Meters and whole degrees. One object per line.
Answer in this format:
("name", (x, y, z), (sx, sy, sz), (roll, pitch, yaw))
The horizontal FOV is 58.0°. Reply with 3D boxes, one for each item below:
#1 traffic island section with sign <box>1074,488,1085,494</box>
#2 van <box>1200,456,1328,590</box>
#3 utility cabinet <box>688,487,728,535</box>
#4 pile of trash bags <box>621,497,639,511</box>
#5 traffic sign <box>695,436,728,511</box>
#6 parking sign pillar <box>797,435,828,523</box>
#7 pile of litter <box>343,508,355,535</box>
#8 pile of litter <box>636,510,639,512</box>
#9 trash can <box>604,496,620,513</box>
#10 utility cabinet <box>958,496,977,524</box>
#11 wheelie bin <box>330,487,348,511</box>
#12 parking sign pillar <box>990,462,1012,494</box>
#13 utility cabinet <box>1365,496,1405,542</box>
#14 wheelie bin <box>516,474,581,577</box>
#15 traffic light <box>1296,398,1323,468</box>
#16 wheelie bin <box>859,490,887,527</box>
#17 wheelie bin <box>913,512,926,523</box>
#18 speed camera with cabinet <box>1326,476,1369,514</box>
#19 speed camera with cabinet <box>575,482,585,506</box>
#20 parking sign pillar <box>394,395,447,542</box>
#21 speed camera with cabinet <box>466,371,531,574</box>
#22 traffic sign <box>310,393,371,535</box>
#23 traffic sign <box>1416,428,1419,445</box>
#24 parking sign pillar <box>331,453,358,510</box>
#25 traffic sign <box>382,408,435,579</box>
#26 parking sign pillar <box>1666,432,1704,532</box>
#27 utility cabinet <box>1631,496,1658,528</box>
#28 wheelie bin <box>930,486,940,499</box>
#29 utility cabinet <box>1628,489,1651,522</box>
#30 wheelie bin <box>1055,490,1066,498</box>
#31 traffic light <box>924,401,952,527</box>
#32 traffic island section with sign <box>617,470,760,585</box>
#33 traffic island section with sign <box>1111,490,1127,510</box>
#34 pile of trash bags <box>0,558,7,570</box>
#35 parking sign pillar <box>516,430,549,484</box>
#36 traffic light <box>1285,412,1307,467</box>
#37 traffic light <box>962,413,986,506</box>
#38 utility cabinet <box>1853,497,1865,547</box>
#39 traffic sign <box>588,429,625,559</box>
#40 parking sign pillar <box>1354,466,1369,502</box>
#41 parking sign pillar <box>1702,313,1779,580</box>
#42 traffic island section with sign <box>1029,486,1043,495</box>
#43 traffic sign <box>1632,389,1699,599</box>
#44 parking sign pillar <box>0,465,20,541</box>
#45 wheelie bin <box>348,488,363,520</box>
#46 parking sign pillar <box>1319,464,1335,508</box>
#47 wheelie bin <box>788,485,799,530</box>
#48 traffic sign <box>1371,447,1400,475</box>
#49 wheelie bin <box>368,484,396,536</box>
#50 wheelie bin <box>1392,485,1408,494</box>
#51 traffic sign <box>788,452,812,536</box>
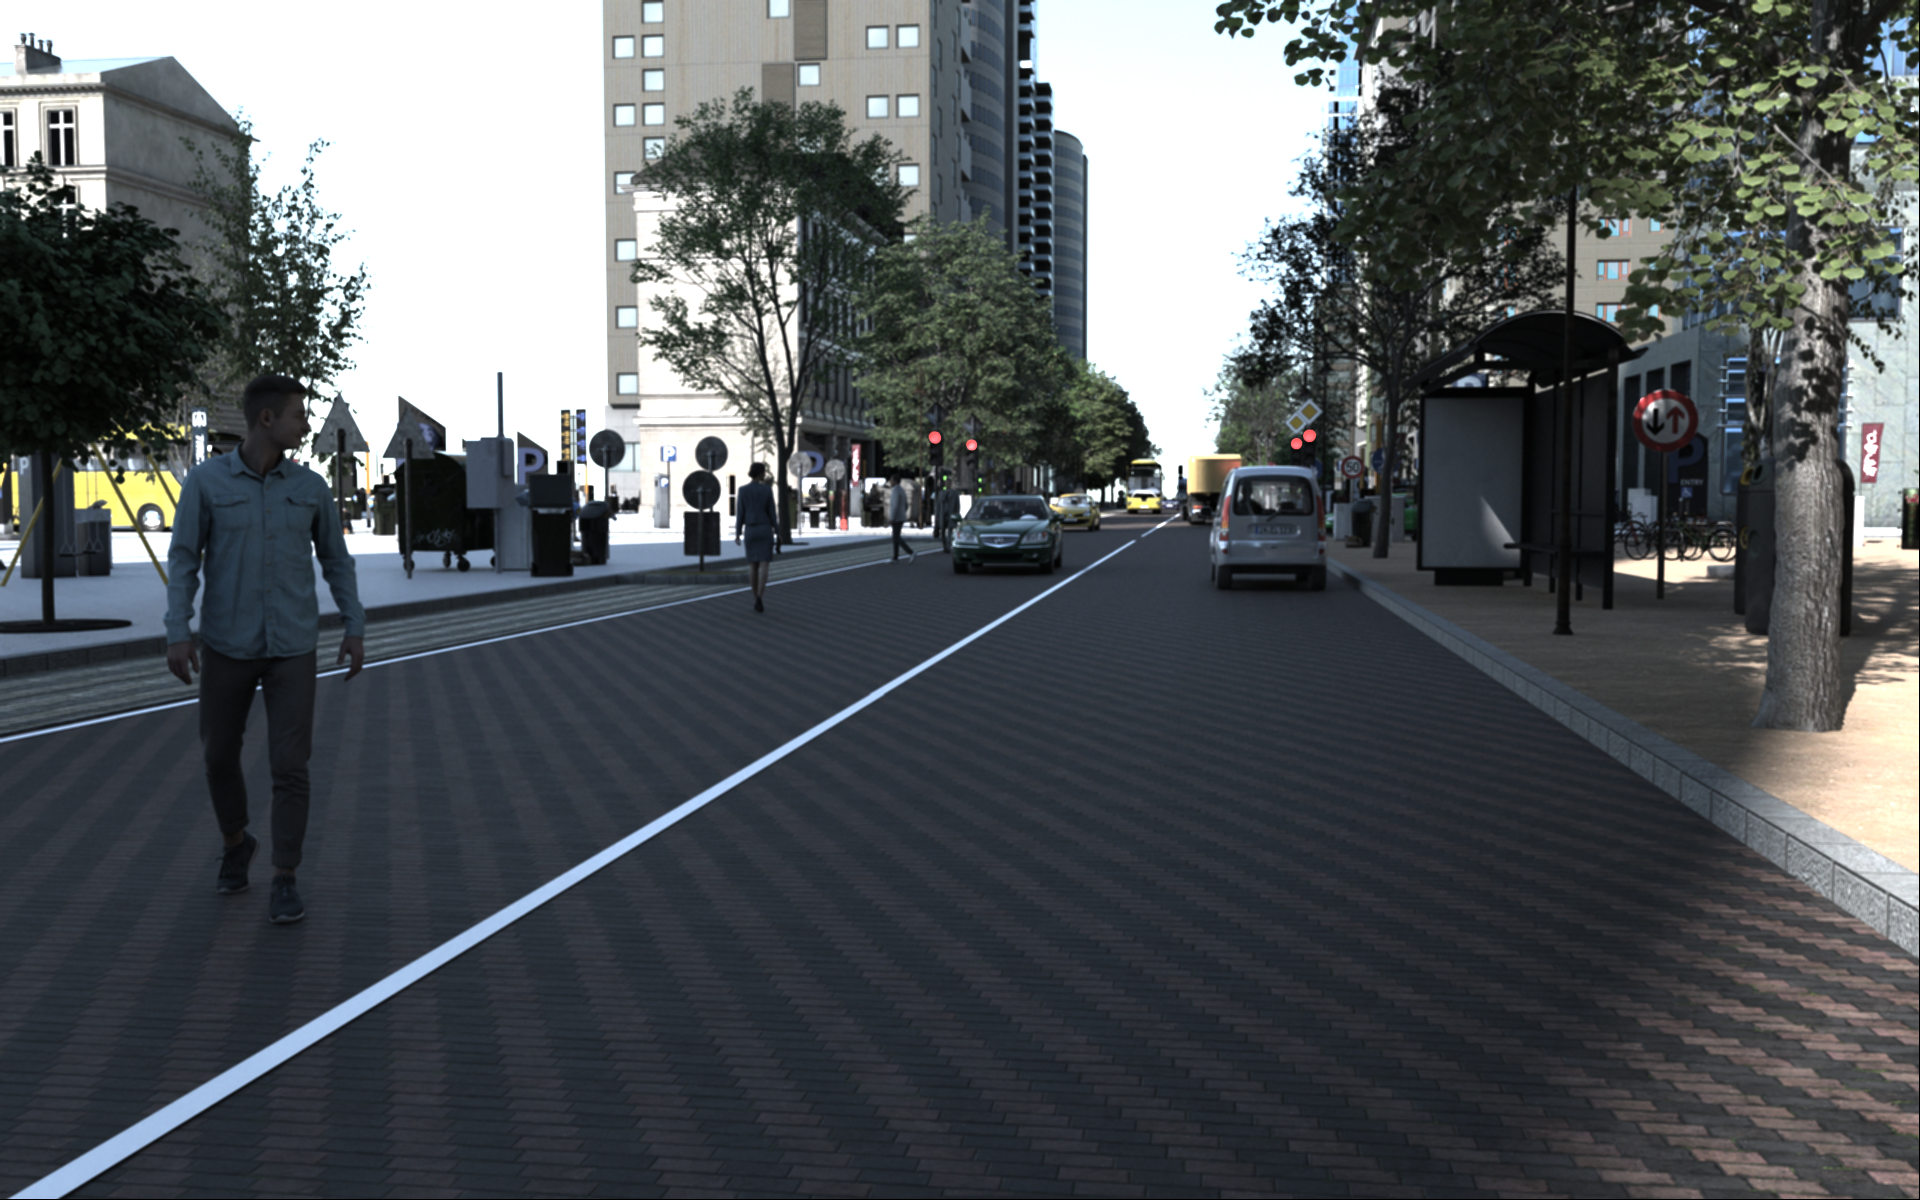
("traffic island section with sign", (7.582, -6.162, 109.370), (1.989, 1.847, 2.006), (1, 4, 8))
("van", (4.828, -1.246, 27.381), (2.013, 2.044, 4.112), (0, 4, 7))
("utility cabinet", (-7.729, -2.719, 53.138), (1.173, 1.500, 0.318), (-1, 4, -14))
("pile of trash bags", (-24.317, -7.585, 133.769), (3.447, 1.369, 1.912), (-2, 4, -32))
("traffic sign", (-5.484, -2.328, 38.176), (0.768, 2.556, 0.104), (1, 4, 14))
("parking sign pillar", (-6.685, -5.502, 78.433), (1.447, 3.967, 1.447), (-1, 4, -11))
("pile of litter", (-19.813, -2.512, 55.044), (1.176, 0.858, 1.719), (0, 4, -8))
("pile of litter", (-22.421, -6.651, 122.710), (1.176, 0.858, 1.719), (-1, 4, -23))
("trash can", (-20.655, -5.523, 101.962), (0.748, 1.137, 0.748), (0, 3, 0))
("utility cabinet", (0.220, -3.815, 73.533), (1.020, 1.237, 0.306), (2, 4, 32))
("wheelie bin", (-28.719, -4.365, 79.269), (0.980, 1.594, 0.693), (-1, 4, -11))
("parking sign pillar", (2.310, -6.636, 96.969), (1.447, 3.967, 1.447), (3, 5, 45))
("utility cabinet", (11.368, -2.154, 46.379), (1.020, 1.237, 0.306), (0, 4, 3))
("wheelie bin", (-6.421, -1.168, 27.008), (0.980, 1.594, 0.693), (-1, 4, -18))
("traffic light", (10.209, -3.785, 50.811), (0.839, 4.253, 0.868), (1, 4, 8))
("wheelie bin", (-3.361, -3.733, 68.937), (0.980, 1.594, 0.693), (-3, 5, -40))
("wheelie bin", (-1.771, -4.193, 76.457), (0.693, 1.594, 0.980), (2, 4, 32))
("speed camera with cabinet", (19.418, -5.654, 86.778), (2.038, 3.252, 0.660), (0, 4, 4))
("speed camera with cabinet", (-28.306, -8.169, 127.901), (0.660, 3.252, 2.038), (-3, 5, -40))
("parking sign pillar", (-14.602, -3.576, 46.933), (1.447, 3.967, 1.447), (0, 4, 4))
("speed camera with cabinet", (-7.467, -2.103, 28.714), (0.660, 3.252, 2.038), (1, 4, 11))
("traffic sign", (-7.962, -1.360, 22.246), (0.884, 2.594, 0.081), (1, 4, 16))
("traffic sign", (7.577, -1.665, 27.321), (0.768, 2.556, 0.104), (1, 4, 11))
("parking sign pillar", (-31.187, -6.072, 87.746), (1.447, 3.967, 1.447), (1, 4, 17))
("traffic sign", (-8.334, -1.599, 26.149), (0.884, 2.594, 0.081), (1, 4, 13))
("parking sign pillar", (23.971, -4.201, 57.152), (1.447, 3.967, 1.447), (1, 4, 18))
("utility cabinet", (26.056, -3.350, 65.931), (0.306, 1.237, 1.020), (-1, 4, -23))
("wheelie bin", (-0.745, -3.863, 71.060), (0.980, 1.594, 0.693), (0, 4, -7))
("utility cabinet", (27.449, -3.749, 69.970), (0.318, 1.500, 1.173), (-1, 4, -11))
("wheelie bin", (6.970, -6.833, 119.626), (0.693, 1.594, 0.980), (-1, 4, -17))
("traffic light", (-0.690, -3.881, 52.382), (0.839, 4.253, 0.868), (1, 4, 8))
("traffic island section with sign", (-4.302, -1.190, 28.082), (1.989, 1.847, 2.006), (1, 4, 8))
("traffic island section with sign", (14.895, -9.223, 159.425), (1.989, 1.847, 2.006), (1, 4, 8))
("pile of trash bags", (-17.745, -1.214, 29.595), (1.912, 1.369, 3.447), (-3, 5, -44))
("parking sign pillar", (-17.931, -5.151, 72.698), (1.447, 3.967, 1.447), (0, 4, -8))
("traffic light", (11.363, -4.269, 58.713), (0.839, 4.253, 0.868), (1, 4, 8))
("traffic light", (0.465, -4.365, 60.284), (0.839, 4.253, 0.868), (1, 4, 8))
("utility cabinet", (21.418, -1.896, 42.169), (1.020, 1.237, 0.306), (0, 4, 5))
("traffic sign", (-6.965, -2.081, 34.126), (0.768, 2.556, 0.104), (1, 4, 11))
("parking sign pillar", (28.147, -8.181, 122.226), (1.447, 3.967, 1.447), (3, 5, 43))
("parking sign pillar", (12.138, -2.310, 26.238), (1.447, 3.967, 1.447), (1, 4, 21))
("traffic island section with sign", (3.631, -4.510, 82.368), (1.989, 1.847, 2.006), (1, 4, 8))
("traffic sign", (8.578, -1.286, 21.137), (0.768, 2.556, 0.104), (1, 4, 12))
("parking sign pillar", (-26.509, -3.626, 47.751), (1.447, 3.967, 1.447), (-1, 4, -19))
("wheelie bin", (-29.734, -4.716, 85.017), (0.980, 1.594, 0.693), (3, 5, 42))
("parking sign pillar", (19.210, -6.331, 91.979), (1.447, 3.967, 1.447), (0, 4, 3))
("wheelie bin", (-6.145, -3.354, 62.752), (0.693, 1.594, 0.980), (0, 4, 1))
("traffic sign", (11.473, -2.851, 46.716), (0.768, 2.556, 0.104), (1, 4, 17))
("wheelie bin", (-17.736, -2.789, 53.503), (0.980, 1.594, 0.693), (-2, 4, -30))
("wheelie bin", (14.932, -3.091, 58.451), (0.980, 1.594, 0.693), (1, 4, 20))
("traffic sign", (-4.862, -3.207, 52.539), (0.768, 2.556, 0.104), (1, 4, 16))
